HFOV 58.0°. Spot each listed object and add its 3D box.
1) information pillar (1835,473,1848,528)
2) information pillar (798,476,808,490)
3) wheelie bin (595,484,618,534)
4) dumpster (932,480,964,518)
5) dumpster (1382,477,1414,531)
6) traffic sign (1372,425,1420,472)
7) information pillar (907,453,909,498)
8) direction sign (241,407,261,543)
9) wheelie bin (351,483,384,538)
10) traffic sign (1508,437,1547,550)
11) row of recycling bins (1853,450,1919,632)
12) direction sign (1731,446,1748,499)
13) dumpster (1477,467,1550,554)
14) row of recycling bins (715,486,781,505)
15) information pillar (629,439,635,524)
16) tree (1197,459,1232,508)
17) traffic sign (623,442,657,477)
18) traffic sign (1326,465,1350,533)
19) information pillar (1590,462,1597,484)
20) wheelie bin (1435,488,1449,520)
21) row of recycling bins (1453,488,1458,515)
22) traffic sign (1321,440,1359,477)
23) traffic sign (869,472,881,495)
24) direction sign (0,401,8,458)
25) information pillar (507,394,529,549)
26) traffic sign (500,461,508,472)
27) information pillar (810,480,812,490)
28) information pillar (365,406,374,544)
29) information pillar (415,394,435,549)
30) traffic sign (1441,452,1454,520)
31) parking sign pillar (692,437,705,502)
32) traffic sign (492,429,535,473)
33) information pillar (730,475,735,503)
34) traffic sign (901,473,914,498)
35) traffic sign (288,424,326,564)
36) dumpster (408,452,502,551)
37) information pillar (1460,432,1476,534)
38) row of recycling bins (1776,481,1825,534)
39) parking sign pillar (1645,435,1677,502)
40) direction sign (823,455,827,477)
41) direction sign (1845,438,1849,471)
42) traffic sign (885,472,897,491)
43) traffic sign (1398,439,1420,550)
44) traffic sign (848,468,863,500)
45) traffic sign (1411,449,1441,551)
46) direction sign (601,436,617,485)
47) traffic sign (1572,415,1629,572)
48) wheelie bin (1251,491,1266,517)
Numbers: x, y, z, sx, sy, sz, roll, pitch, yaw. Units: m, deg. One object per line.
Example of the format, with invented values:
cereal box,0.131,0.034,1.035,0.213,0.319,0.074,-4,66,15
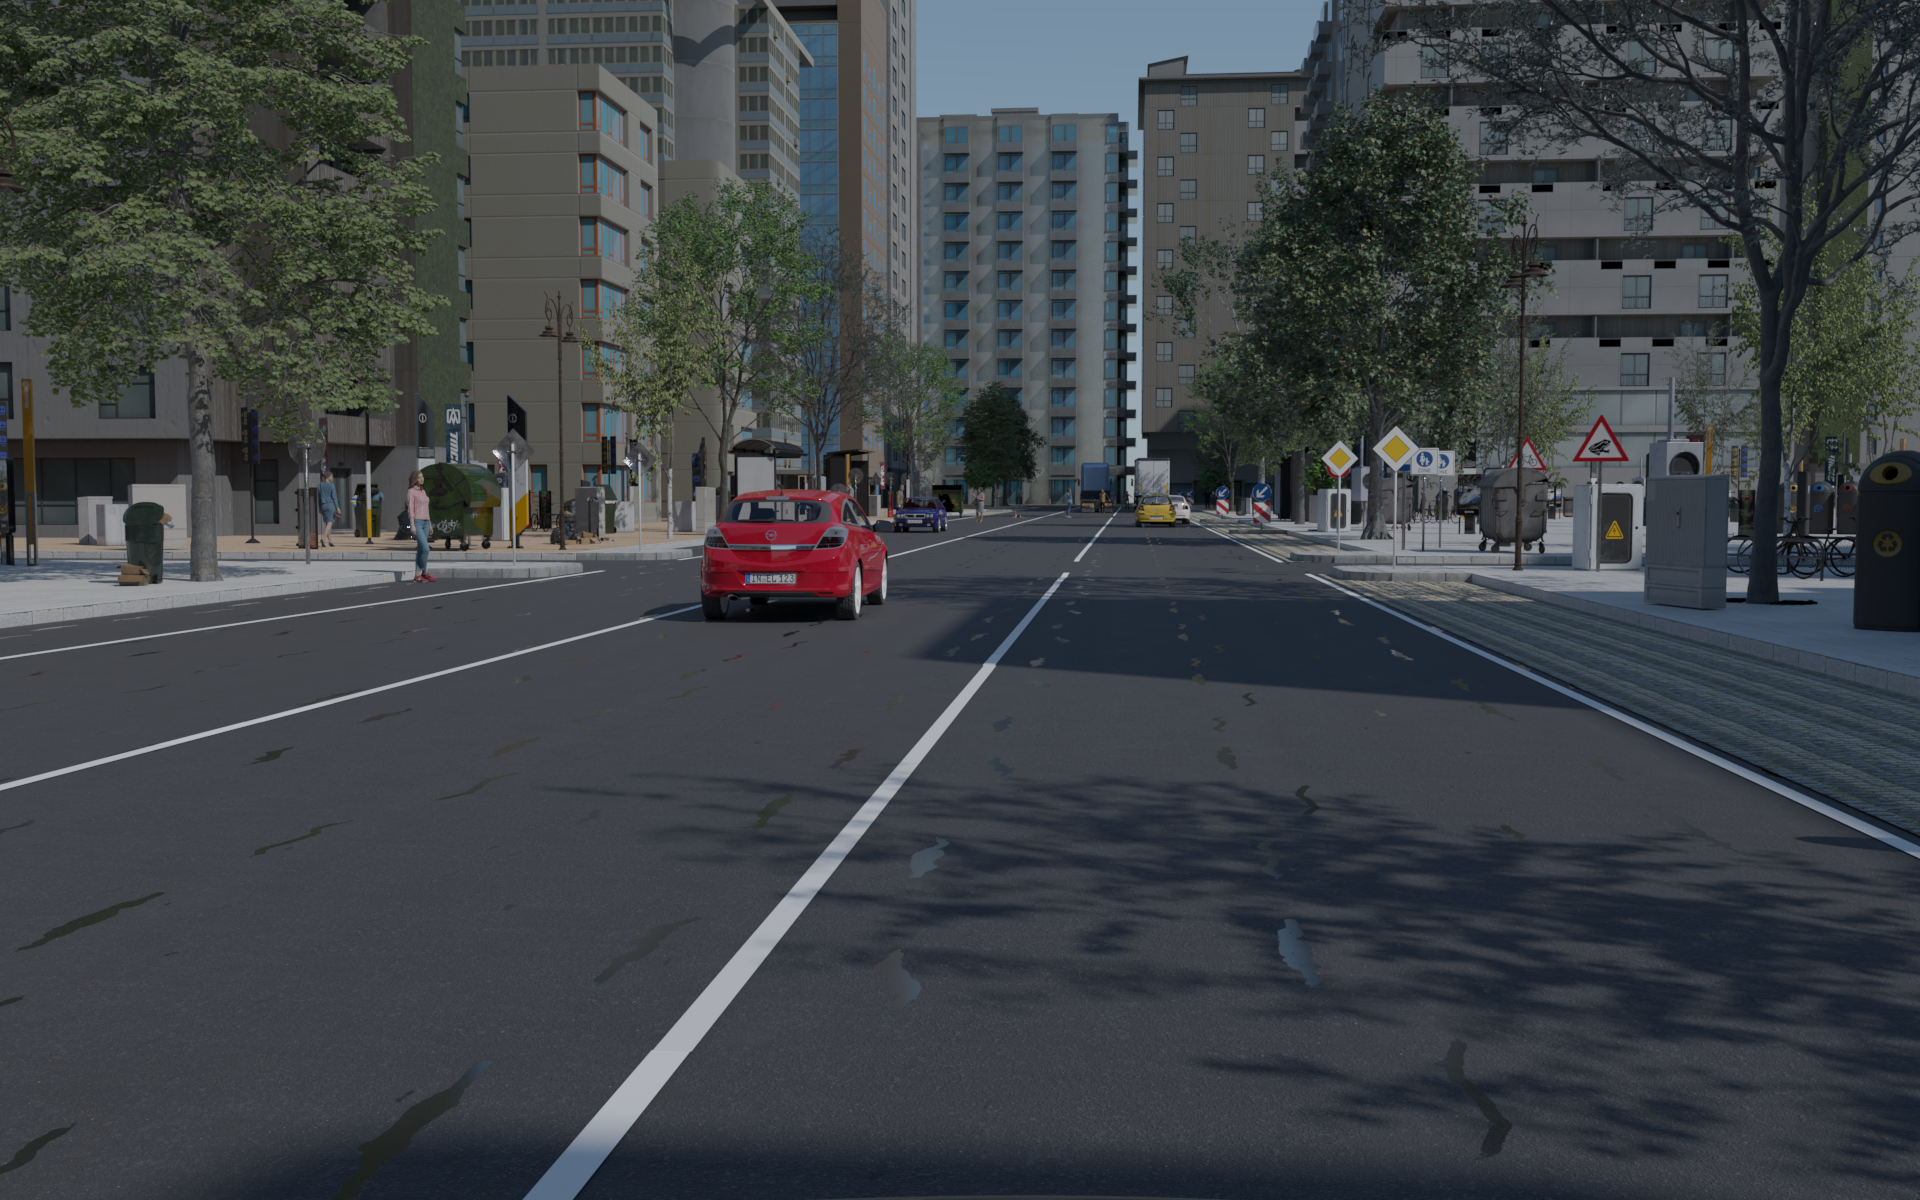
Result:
information pillar,31.124,-3.465,61.141,0.304,2.012,0.304,3,5,45
information pillar,-6.237,-3.921,68.607,0.304,2.012,0.304,0,4,0
wheelie bin,-11.556,-2.940,55.969,0.693,1.594,0.980,2,4,35
dumpster,-0.740,-6.009,103.200,1.985,2.255,1.502,0,4,4
dumpster,15.228,-3.373,60.910,1.264,1.857,1.865,0,4,6
traffic sign,7.420,-1.667,29.447,0.795,2.593,0.064,0,4,6
information pillar,-2.987,-6.613,99.476,0.183,3.616,0.504,0,4,8
direction sign,-18.425,-3.243,45.016,0.876,3.537,0.379,3,5,40
wheelie bin,-17.477,-2.650,51.230,0.980,1.594,0.693,-3,5,-43
traffic sign,12.854,-2.406,39.334,0.884,2.594,0.081,1,4,11
row of recycling bins,9.284,-0.491,15.134,1.069,1.692,3.534,-1,4,-13
direction sign,36.453,-5.448,81.074,0.876,3.537,0.379,-1,4,-15
dumpster,12.156,-1.975,38.052,1.264,1.857,1.865,0,4,6
row of recycling bins,-10.837,-4.990,88.706,3.534,1.692,1.069,0,4,-1
information pillar,-13.924,-5.021,73.450,0.183,3.616,0.504,0,4,-2
tree,23.426,-10.742,159.350,4.285,4.588,4.351,0,3,0
traffic sign,-7.209,-2.247,38.937,0.795,2.593,0.064,0,4,6
traffic sign,12.325,-3.446,56.448,0.768,2.556,0.104,1,4,15
information pillar,32.847,-6.025,89.860,0.504,3.616,0.183,-3,4,-38
wheelie bin,23.658,-4.715,84.998,0.693,1.594,0.980,1,4,11
row of recycling bins,31.564,-6.083,106.567,3.534,1.692,1.069,-3,4,-39
traffic sign,8.208,-2.153,37.393,0.795,2.593,0.064,0,4,6
traffic sign,-4.931,-6.205,101.463,0.884,2.594,0.081,0,4,7
direction sign,-23.635,-3.068,42.166,0.379,3.537,0.876,3,5,39
information pillar,-10.408,-3.020,40.732,0.504,3.616,0.183,1,4,15
traffic sign,-10.882,-2.576,42.229,0.768,2.556,0.104,1,4,13
information pillar,-7.940,-5.351,91.972,0.304,2.012,0.304,-1,4,-14
information pillar,-15.140,-3.238,44.292,0.183,3.616,0.504,-1,4,-22
information pillar,-12.545,-3.014,40.635,0.183,3.616,0.504,2,4,34
traffic sign,11.441,-2.391,41.231,0.606,2.300,0.079,1,4,8
parking sign pillar,-12.274,-5.683,81.381,1.447,3.967,1.447,0,4,1
traffic sign,-7.997,-1.761,30.991,0.795,2.593,0.064,0,4,6
information pillar,-8.582,-3.773,66.181,0.304,2.012,0.304,2,4,26
traffic sign,-3.154,-6.314,103.335,0.768,2.556,0.104,0,4,6
traffic sign,-11.888,-1.921,31.508,0.768,2.556,0.104,1,4,14
dumpster,-11.502,-2.261,39.460,1.502,2.255,1.985,0,4,6
information pillar,16.479,-3.961,56.111,0.504,3.616,0.183,0,4,-1
row of recycling bins,27.851,-2.939,55.170,3.534,1.692,1.069,3,4,36
parking sign pillar,32.250,-5.576,79.639,1.447,3.967,1.447,3,4,38
direction sign,-7.548,-6.582,99.609,0.876,3.537,0.379,3,5,42
direction sign,35.866,-4.777,70.104,0.379,3.537,0.876,1,4,22
traffic sign,-4.011,-6.105,99.928,0.768,2.556,0.104,1,4,13
traffic sign,10.162,-2.417,39.625,0.768,2.556,0.104,1,4,14
traffic sign,-5.083,-5.146,84.241,0.768,2.556,0.104,1,4,13
traffic sign,10.348,-2.233,38.642,0.606,2.300,0.079,1,4,12
direction sign,-13.754,-4.643,67.915,0.876,3.537,0.379,3,5,40
traffic sign,10.513,-1.741,28.467,0.884,2.594,0.081,1,4,10
wheelie bin,16.946,-5.542,98.527,0.980,1.594,0.693,-3,5,-39
